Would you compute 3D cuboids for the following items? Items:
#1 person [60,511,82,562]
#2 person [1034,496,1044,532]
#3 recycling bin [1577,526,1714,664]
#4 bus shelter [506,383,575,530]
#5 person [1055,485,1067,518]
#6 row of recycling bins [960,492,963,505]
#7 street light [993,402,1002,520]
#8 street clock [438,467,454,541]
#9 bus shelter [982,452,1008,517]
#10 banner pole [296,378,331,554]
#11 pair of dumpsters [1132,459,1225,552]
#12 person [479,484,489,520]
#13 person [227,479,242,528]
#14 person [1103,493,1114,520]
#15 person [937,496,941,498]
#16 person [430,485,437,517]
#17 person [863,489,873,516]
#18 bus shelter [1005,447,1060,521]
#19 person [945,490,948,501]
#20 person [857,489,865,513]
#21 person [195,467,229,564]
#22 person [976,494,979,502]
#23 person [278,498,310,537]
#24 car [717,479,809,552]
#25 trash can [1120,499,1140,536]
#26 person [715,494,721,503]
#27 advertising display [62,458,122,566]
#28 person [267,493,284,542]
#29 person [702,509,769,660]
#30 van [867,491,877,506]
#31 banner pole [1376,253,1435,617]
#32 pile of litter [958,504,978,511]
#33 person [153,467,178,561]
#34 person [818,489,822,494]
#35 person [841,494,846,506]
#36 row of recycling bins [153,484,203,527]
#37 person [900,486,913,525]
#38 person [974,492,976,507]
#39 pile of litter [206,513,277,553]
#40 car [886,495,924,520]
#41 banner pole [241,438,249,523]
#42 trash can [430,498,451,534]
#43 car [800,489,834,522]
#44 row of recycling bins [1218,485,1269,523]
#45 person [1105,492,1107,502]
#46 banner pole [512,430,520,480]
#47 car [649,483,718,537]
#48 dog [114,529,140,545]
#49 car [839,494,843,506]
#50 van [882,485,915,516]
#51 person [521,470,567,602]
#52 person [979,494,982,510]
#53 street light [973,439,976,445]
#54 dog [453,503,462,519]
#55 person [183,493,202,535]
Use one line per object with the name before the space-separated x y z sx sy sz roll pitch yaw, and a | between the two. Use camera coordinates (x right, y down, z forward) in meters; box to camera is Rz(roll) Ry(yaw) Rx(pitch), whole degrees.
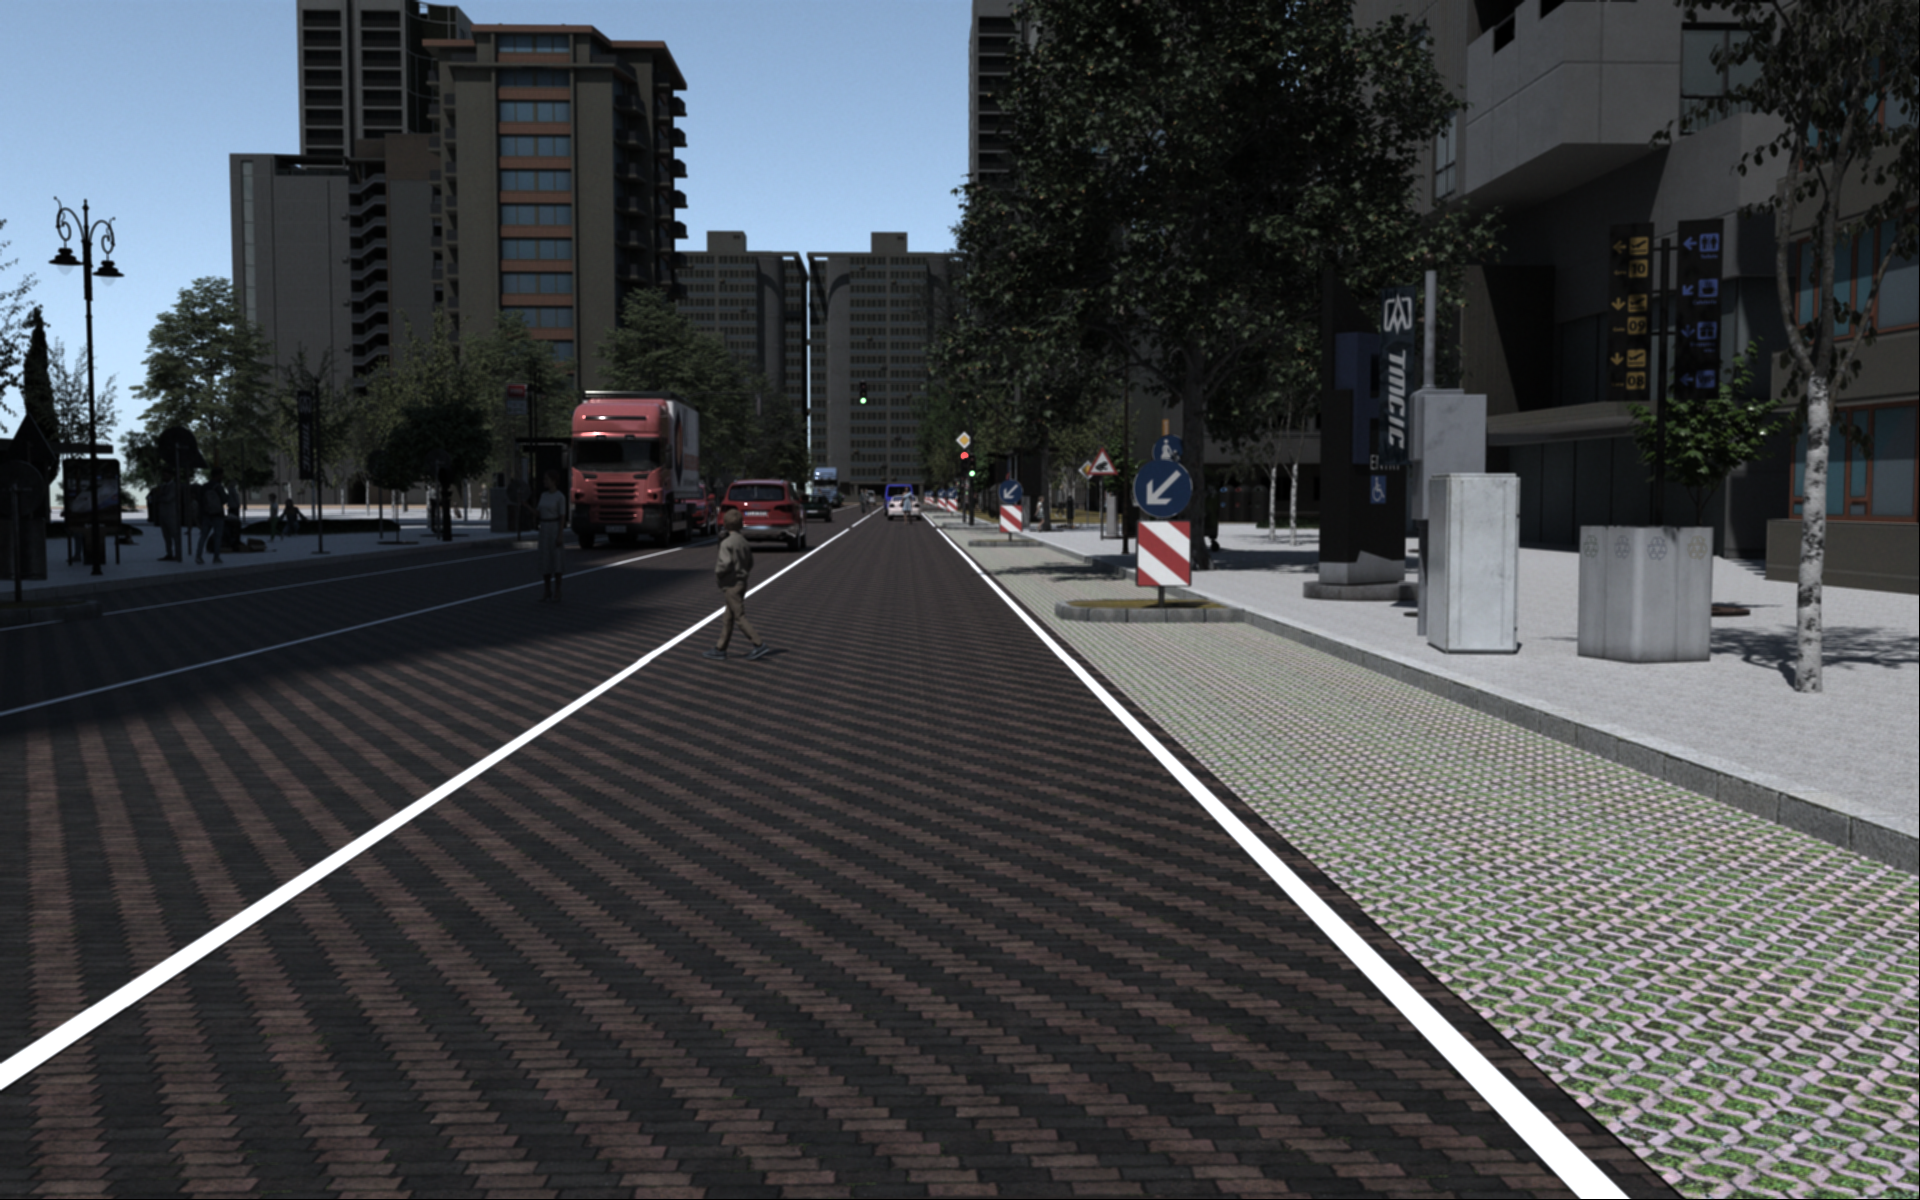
person | -16.595 -1.602 32.591 0.721 1.781 0.623 -3 5 -39
person | 2.653 -2.901 58.481 0.382 1.210 0.505 -1 4 -11
recycling bin | 5.332 -0.058 13.495 0.722 1.027 0.722 -1 4 -17
bus shelter | -15.430 -5.374 65.491 2.179 5.291 8.768 0 4 -2
person | 5.542 -5.399 94.505 0.728 1.800 0.709 1 4 23
row of recycling bins | 0.597 -7.960 137.252 1.069 1.692 3.534 0 4 -3
street light | 1.878 -6.991 87.087 0.468 5.910 1.993 0 4 -2
street clock | -13.941 -2.597 47.024 0.471 2.002 0.358 3 5 42
bus shelter | 2.307 -6.681 100.512 1.731 3.624 6.357 0 4 -2
banner pole | -13.896 -2.881 37.119 0.401 3.779 0.863 1 4 19
pair of dumpsters | 5.082 -2.325 40.514 1.574 2.255 4.437 0 4 -2
person | -24.036 -4.959 87.312 0.526 1.800 0.537 -1 4 -19
person | -25.035 -3.262 59.561 0.709 1.800 0.728 3 5 42
person | 7.391 -4.814 84.839 0.778 1.811 0.616 2 4 34
person | -2.466 -13.487 227.383 1.217 1.723 0.721 3 4 39
person | -28.979 -5.464 95.554 0.511 1.800 0.466 2 4 23
person | -6.153 -6.534 115.599 0.573 1.790 0.520 3 4 36
bus shelter | 3.283 -6.370 81.775 2.179 5.291 8.768 0 4 -2
person | -1.609 -11.748 198.842 1.217 1.735 0.721 -1 4 -17
person | -7.338 -7.336 128.614 0.590 1.801 0.661 -2 4 -23
person | -13.760 -1.561 31.913 0.623 1.781 0.721 0 4 1
person | 2.301 -12.027 203.420 1.217 1.736 0.721 -1 4 -18
person | -20.053 -2.482 52.125 1.012 1.151 0.738 0 4 -7
car | -5.047 -2.192 44.513 2.281 1.827 5.304 0 4 -2
trash can | 5.240 -2.515 52.781 0.748 1.137 0.748 0 3 0
person | -24.814 -10.538 179.065 1.217 1.743 0.721 1 4 22
advertising display | -15.722 -1.602 31.404 0.123 1.923 0.974 3 4 39
person | -18.442 -2.223 46.641 0.306 1.304 0.590 2 4 28
person | -1.952 -0.133 14.954 0.640 1.303 0.475 1 4 11
van | -11.268 -12.724 215.055 2.013 2.044 4.112 0 4 -3
banner pole | 4.732 -1.729 18.284 0.401 3.779 0.863 -3 4 -37
pile of litter | 0.602 -7.349 134.119 1.719 0.858 1.176 -1 4 -12
person | -15.246 -1.653 33.244 0.511 1.800 0.466 1 4 21
person | -10.267 -7.287 127.826 0.473 1.802 0.592 3 5 44
person | -13.552 -11.585 201.145 0.421 1.427 0.697 3 5 42
row of recycling bins | -30.475 -3.744 68.331 3.534 1.692 1.069 2 4 29
person | -2.504 -4.436 81.129 0.616 1.811 0.778 1 4 17
person | 1.296 -9.380 160.120 0.721 1.743 1.217 0 4 -8
pile of litter | -15.851 -1.480 38.170 1.176 0.858 1.719 3 5 42
car | -3.043 -5.079 95.408 2.083 1.381 4.827 0 4 -1
banner pole | -32.094 -5.353 77.533 0.401 3.779 0.863 -1 4 -23
trash can | -16.901 -2.735 56.373 0.748 1.137 0.748 0 3 0
car | -7.489 -4.837 88.870 2.009 1.686 4.222 0 4 -2
row of recycling bins | 12.496 -4.383 78.770 3.534 1.692 1.069 3 5 42
person | 8.318 -5.510 96.134 0.555 1.821 0.388 0 4 -7
banner pole | -17.335 -4.752 67.706 0.401 3.779 0.863 0 4 5
car | -9.575 -3.145 60.086 2.281 1.827 5.304 0 4 -4
dog | -21.163 -1.603 43.951 0.550 0.427 0.748 -2 4 -33
car | -15.112 -12.365 210.968 1.959 1.807 4.718 0 4 -4
van | -4.000 -6.657 113.230 2.240 2.365 5.245 0 4 -3
person | -5.521 -0.857 23.079 0.480 1.755 0.524 2 4 27
person | 1.755 -8.211 140.470 0.466 1.800 0.511 0 4 8
street light | 0.845 -8.983 119.667 0.468 5.910 1.993 0 4 -2
dog | -26.292 -4.689 91.047 0.800 0.831 0.513 -2 4 -33
person | -24.260 -2.724 54.853 0.640 1.303 0.475 -2 4 -27
